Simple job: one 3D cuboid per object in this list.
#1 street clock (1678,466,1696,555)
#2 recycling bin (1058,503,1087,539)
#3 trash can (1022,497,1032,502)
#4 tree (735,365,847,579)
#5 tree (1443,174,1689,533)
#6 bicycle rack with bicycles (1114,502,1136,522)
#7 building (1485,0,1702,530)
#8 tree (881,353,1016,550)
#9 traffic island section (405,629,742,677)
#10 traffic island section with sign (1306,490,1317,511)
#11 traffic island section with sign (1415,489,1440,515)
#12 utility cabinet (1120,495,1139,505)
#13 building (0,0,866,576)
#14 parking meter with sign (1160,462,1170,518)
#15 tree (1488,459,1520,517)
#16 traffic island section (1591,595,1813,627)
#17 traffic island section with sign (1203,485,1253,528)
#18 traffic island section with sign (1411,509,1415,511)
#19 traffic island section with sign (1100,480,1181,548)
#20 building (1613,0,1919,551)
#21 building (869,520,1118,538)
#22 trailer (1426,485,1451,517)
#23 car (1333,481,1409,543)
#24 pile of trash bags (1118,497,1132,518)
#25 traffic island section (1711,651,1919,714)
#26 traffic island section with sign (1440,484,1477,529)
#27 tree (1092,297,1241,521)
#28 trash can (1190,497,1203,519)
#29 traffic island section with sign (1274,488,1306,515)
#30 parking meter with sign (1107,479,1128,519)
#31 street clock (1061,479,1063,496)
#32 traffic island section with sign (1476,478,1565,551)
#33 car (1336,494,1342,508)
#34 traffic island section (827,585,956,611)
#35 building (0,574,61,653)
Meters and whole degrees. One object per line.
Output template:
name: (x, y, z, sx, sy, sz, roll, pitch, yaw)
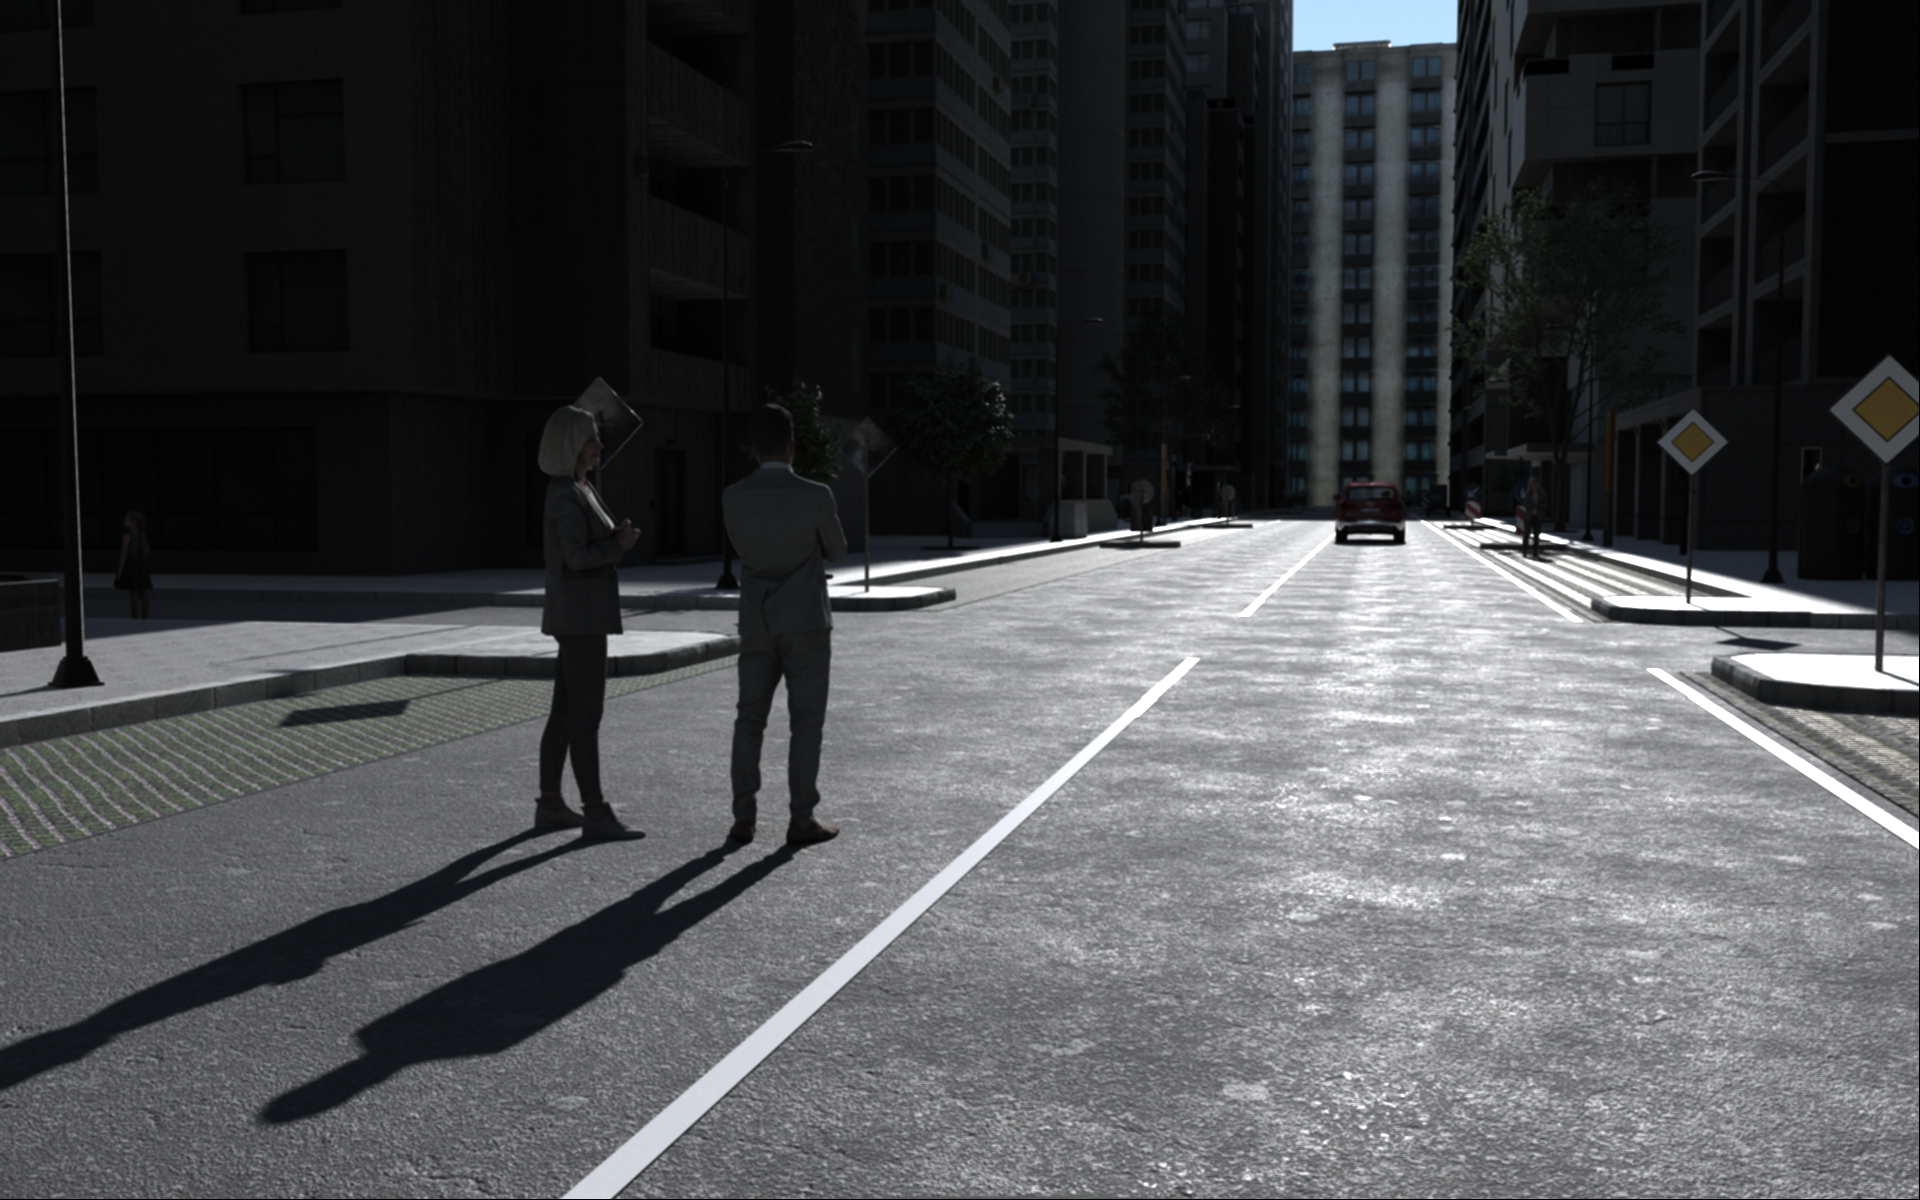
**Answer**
street clock: (15.308, -1.953, 36.495, 0.358, 2.002, 0.471, 1, 4, 12)
recycling bin: (3.225, -2.316, 50.423, 0.722, 1.027, 0.722, 2, 4, 34)
trash can: (3.026, -4.274, 81.526, 0.748, 1.137, 0.748, 0, 3, 0)
tree: (-2.571, -1.932, 26.184, 1.663, 3.219, 1.824, 0, 3, 0)
tree: (20.094, -8.074, 57.768, 9.928, 11.665, 9.643, 0, 3, 0)
bicycle rack with bicycles: (7.123, -4.014, 79.014, 2.925, 0.926, 2.852, -3, 4, -36)
building: (36.800, -29.510, 71.734, 28.713, 52.752, 27.495, 1, 4, 14)
tree: (-0.221, -3.477, 40.564, 4.285, 4.588, 4.351, 0, 3, 0)
traffic island section: (-3.123, 0.449, 14.942, 2.009, 0.180, 2.903, 1, 4, 14)
traffic island section with sign: (29.675, -8.570, 148.747, 1.989, 1.847, 2.006, 1, 4, 14)
traffic island section with sign: (32.573, -6.764, 119.223, 1.989, 1.847, 2.006, 1, 4, 14)
utility cabinet: (9.428, -5.215, 96.435, 1.020, 1.237, 0.306, 2, 4, 27)
building: (-10.507, -15.955, 32.571, 14.160, 30.474, 14.107, 1, 4, 14)
parking meter with sign: (11.002, -5.934, 93.276, 0.543, 3.016, 1.738, 1, 4, 19)
tree: (29.967, -6.165, 95.405, 1.663, 3.219, 1.824, 0, 3, 0)
traffic island section: (8.566, 0.119, 20.328, 2.009, 0.180, 2.903, 1, 4, 14)
traffic island section with sign: (11.367, -3.955, 73.289, 1.989, 1.847, 2.006, 1, 4, 14)
traffic island section with sign: (38.987, -8.384, 145.701, 1.989, 1.847, 2.006, 1, 4, 14)
traffic island section with sign: (4.889, -2.319, 46.537, 1.989, 1.847, 2.006, 1, 4, 14)
building: (27.755, -36.759, 39.265, 20.563, 71.187, 20.611, 1, 4, 14)
building: (-11.424, -22.532, 60.274, 32.217, 40.220, 23.993, 1, 4, 14)
trailer: (29.863, -6.180, 108.088, 1.471, 1.999, 3.904, 1, 4, 15)
car: (12.539, -2.704, 52.890, 2.281, 1.827, 5.304, 1, 4, 14)
pile of trash bags: (8.300, -5.131, 93.645, 1.912, 1.369, 3.447, 1, 4, 22)
traffic island section: (6.684, 0.594, 12.568, 2.009, 0.180, 2.903, 1, 4, 14)
traffic island section with sign: (20.849, -3.810, 70.927, 1.989, 1.847, 2.006, 1, 4, 14)
tree: (9.891, -9.048, 82.349, 7.601, 10.594, 8.767, 1, 4, 19)
trash can: (12.333, -4.809, 90.281, 0.748, 1.137, 0.748, 0, 3, 0)
traffic island section with sign: (23.083, -6.909, 121.590, 1.989, 1.847, 2.006, 1, 4, 14)
parking meter with sign: (7.893, -5.751, 90.288, 1.738, 3.016, 0.543, 1, 4, 19)
street clock: (4.646, -4.695, 81.331, 0.358, 2.002, 0.471, 2, 4, 24)
traffic island section with sign: (14.499, -2.208, 44.727, 1.989, 1.847, 2.006, 1, 4, 14)
car: (33.847, -8.703, 151.335, 2.155, 1.783, 4.494, 1, 4, 14)
traffic island section: (-1.241, -0.026, 22.703, 2.009, 0.180, 2.903, 1, 4, 14)
building: (-21.296, -28.459, 7.304, 28.212, 58.520, 21.231, 1, 4, 14)
